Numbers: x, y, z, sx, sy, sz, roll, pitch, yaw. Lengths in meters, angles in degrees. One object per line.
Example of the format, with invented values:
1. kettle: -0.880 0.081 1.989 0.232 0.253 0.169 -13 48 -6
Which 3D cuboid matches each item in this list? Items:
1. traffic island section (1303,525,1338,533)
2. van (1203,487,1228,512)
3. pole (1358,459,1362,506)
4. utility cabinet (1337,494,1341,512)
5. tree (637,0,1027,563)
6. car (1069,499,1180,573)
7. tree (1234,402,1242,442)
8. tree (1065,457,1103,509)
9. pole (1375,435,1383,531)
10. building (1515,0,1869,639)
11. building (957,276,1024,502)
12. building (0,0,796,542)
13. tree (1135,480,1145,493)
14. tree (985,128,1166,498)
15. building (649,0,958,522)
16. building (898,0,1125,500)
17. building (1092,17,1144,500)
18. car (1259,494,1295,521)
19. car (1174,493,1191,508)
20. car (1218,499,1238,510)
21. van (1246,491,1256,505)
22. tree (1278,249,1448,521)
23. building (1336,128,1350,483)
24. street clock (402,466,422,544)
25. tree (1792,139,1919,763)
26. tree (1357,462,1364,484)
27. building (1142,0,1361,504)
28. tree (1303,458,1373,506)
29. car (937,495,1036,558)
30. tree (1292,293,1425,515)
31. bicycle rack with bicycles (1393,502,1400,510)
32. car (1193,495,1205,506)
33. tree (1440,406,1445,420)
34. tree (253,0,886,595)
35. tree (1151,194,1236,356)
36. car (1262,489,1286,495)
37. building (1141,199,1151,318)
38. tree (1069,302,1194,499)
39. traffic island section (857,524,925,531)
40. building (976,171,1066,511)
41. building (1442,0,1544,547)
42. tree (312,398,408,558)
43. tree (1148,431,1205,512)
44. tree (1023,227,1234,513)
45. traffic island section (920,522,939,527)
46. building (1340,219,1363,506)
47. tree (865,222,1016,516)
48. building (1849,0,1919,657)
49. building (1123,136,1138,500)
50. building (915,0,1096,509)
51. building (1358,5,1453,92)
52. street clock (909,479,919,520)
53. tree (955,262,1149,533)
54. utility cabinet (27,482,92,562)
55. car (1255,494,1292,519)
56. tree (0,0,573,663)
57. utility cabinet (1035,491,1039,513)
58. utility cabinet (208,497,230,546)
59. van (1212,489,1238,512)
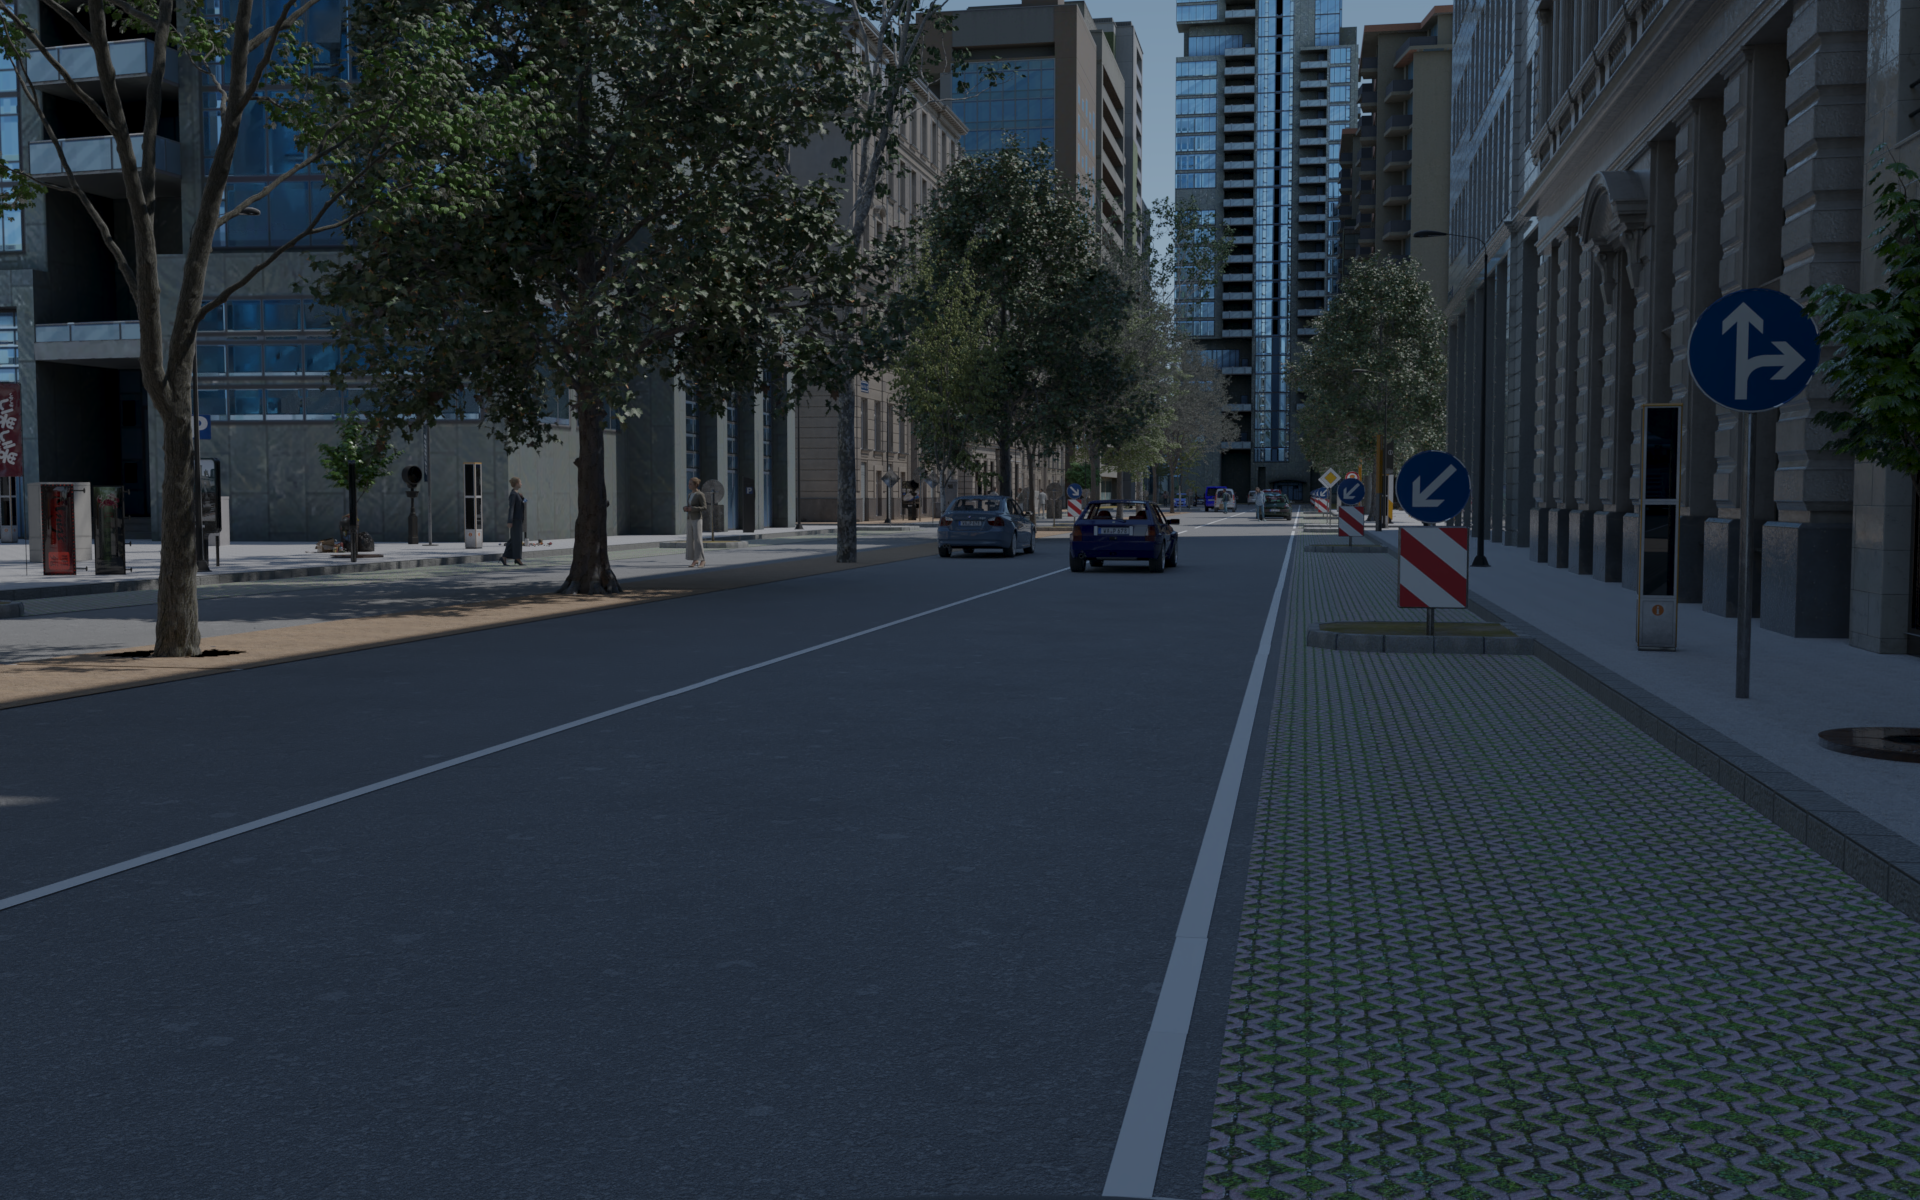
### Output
1. traffic island section: 13.905 -2.612 64.983 2.009 0.180 2.903 1 4 11
2. van: 21.053 -8.417 142.001 2.240 2.365 5.245 1 4 9
3. pole: 22.777 -6.412 98.673 0.158 3.312 0.155 0 3 0
4. utility cabinet: 26.909 -6.992 123.005 0.318 1.500 1.173 1 4 12
5. tree: -3.386 -10.899 36.547 12.611 20.169 13.585 0 3 0
6. car: 3.159 -1.246 32.953 1.945 1.354 3.894 1 4 12
7. tree: 12.956 -12.355 114.824 12.009 13.543 11.850 0 3 0
8. tree: 10.588 -10.049 148.015 4.285 4.588 4.351 0 3 0
9. pole: 14.391 -4.012 59.443 0.158 3.312 0.155 0 3 0
10. building: 13.931 -11.864 22.850 11.050 23.489 19.941 1 4 11
11. building: -2.016 -15.138 112.142 10.561 19.102 19.286 1 4 11
12. building: -23.697 -45.468 56.067 31.000 86.520 22.319 1 4 11
13. tree: 21.331 -12.792 203.753 1.663 3.219 1.824 0 3 0
14. tree: 1.438 -8.233 54.078 9.611 12.733 9.660 0 3 0
15. building: -7.922 -17.933 90.473 12.463 27.353 25.104 1 4 11
16. building: 4.986 -33.831 176.845 21.300 48.544 21.600 1 4 11
17. building: 8.164 -41.207 215.740 28.212 58.520 21.231 1 4 11
18. car: 17.251 -5.189 94.621 2.009 1.686 4.222 1 4 12
19. car: 23.233 -10.519 181.569 1.945 1.707 3.694 1 4 12
20. car: 23.927 -8.906 155.392 2.009 1.686 4.222 1 4 11
21. van: 37.550 -13.090 221.027 2.013 2.044 4.112 1 4 10
22. tree: 19.618 -10.040 81.157 9.611 12.733 9.660 0 3 0
23. building: 55.398 -33.529 202.824 22.147 44.769 28.867 1 4 11
24. street clock: -13.955 -2.421 44.147 0.358 2.002 0.471 3 4 36
25. tree: 5.000 -0.852 8.530 1.663 3.219 1.824 0 3 0
26. tree: 29.757 -10.856 127.859 4.360 8.622 3.978 0 3 0
27. building: 41.932 -56.725 240.121 31.000 86.520 22.319 1 4 11
28. tree: 32.158 -13.820 144.083 7.486 12.596 7.792 0 3 0
29. car: 0.641 -1.742 40.492 2.014 1.417 4.499 1 4 11
30. tree: 25.324 -12.288 107.564 9.857 13.997 8.962 0 3 0
31. bicycle rack with bicycles: 35.050 -7.622 137.995 2.852 0.926 2.925 -3 5 -40
32. car: 28.256 -11.654 203.116 1.945 1.354 3.894 1 4 12
33. tree: 32.004 -10.163 116.526 4.360 8.622 3.978 0 3 0
34. tree: -5.294 -6.439 24.748 9.611 12.733 9.660 0 3 0
35. tree: 9.503 -14.918 102.256 12.611 20.169 13.585 0 3 0
36. car: 24.664 -7.855 137.101 2.281 1.827 5.304 1 4 12
37. building: 19.018 -34.143 241.831 14.086 41.232 14.154 1 4 11
38. tree: 8.356 -10.423 91.008 7.486 12.596 7.792 0 3 0
39. traffic island section: -2.763 -2.813 68.275 2.009 0.180 2.903 1 4 11
40. building: 1.020 -20.622 134.430 12.463 27.353 25.104 1 4 11
41. building: 20.073 -16.469 46.753 11.434 29.767 29.804 1 4 11
42. tree: -12.320 -2.475 35.071 1.663 3.219 1.824 0 3 0
43. tree: 17.309 -11.191 135.793 4.737 8.622 4.395 0 3 0
44. tree: 6.140 -10.190 79.438 12.009 13.543 11.850 0 3 0
45. traffic island section: -1.213 -3.292 76.108 2.009 0.180 2.903 1 4 11
46. building: 47.252 -25.110 182.242 14.160 30.474 14.107 1 4 11
47. tree: -0.444 -5.653 45.246 4.737 8.622 4.395 0 3 0
48. building: 10.986 -9.178 4.805 10.420 20.320 16.860 1 4 11
49. building: 12.080 -31.207 193.823 14.154 41.232 14.086 1 4 11
50. building: 4.646 -31.077 158.227 14.600 45.320 14.200 1 4 11
51. building: 47.860 -30.899 159.824 22.147 44.769 28.867 1 4 11
52. street clock: -2.235 -4.873 84.242 0.471 2.002 0.358 -1 4 -20
53. tree: 2.736 -7.699 62.745 8.767 10.594 7.601 1 4 11
54. utility cabinet: -16.937 -1.462 32.586 0.318 1.500 1.173 1 4 19
55. car: 18.229 -5.452 100.946 2.131 1.459 4.920 1 4 12
56. tree: -6.811 -5.294 14.763 9.928 11.665 9.643 0 3 0
57. utility cabinet: 5.002 -6.719 118.529 0.318 1.500 1.173 2 4 33
58. utility cabinet: -18.431 -1.949 43.031 0.306 1.237 1.020 -1 4 -10
59. van: 21.000 -7.963 137.198 2.013 2.044 4.112 1 4 10
